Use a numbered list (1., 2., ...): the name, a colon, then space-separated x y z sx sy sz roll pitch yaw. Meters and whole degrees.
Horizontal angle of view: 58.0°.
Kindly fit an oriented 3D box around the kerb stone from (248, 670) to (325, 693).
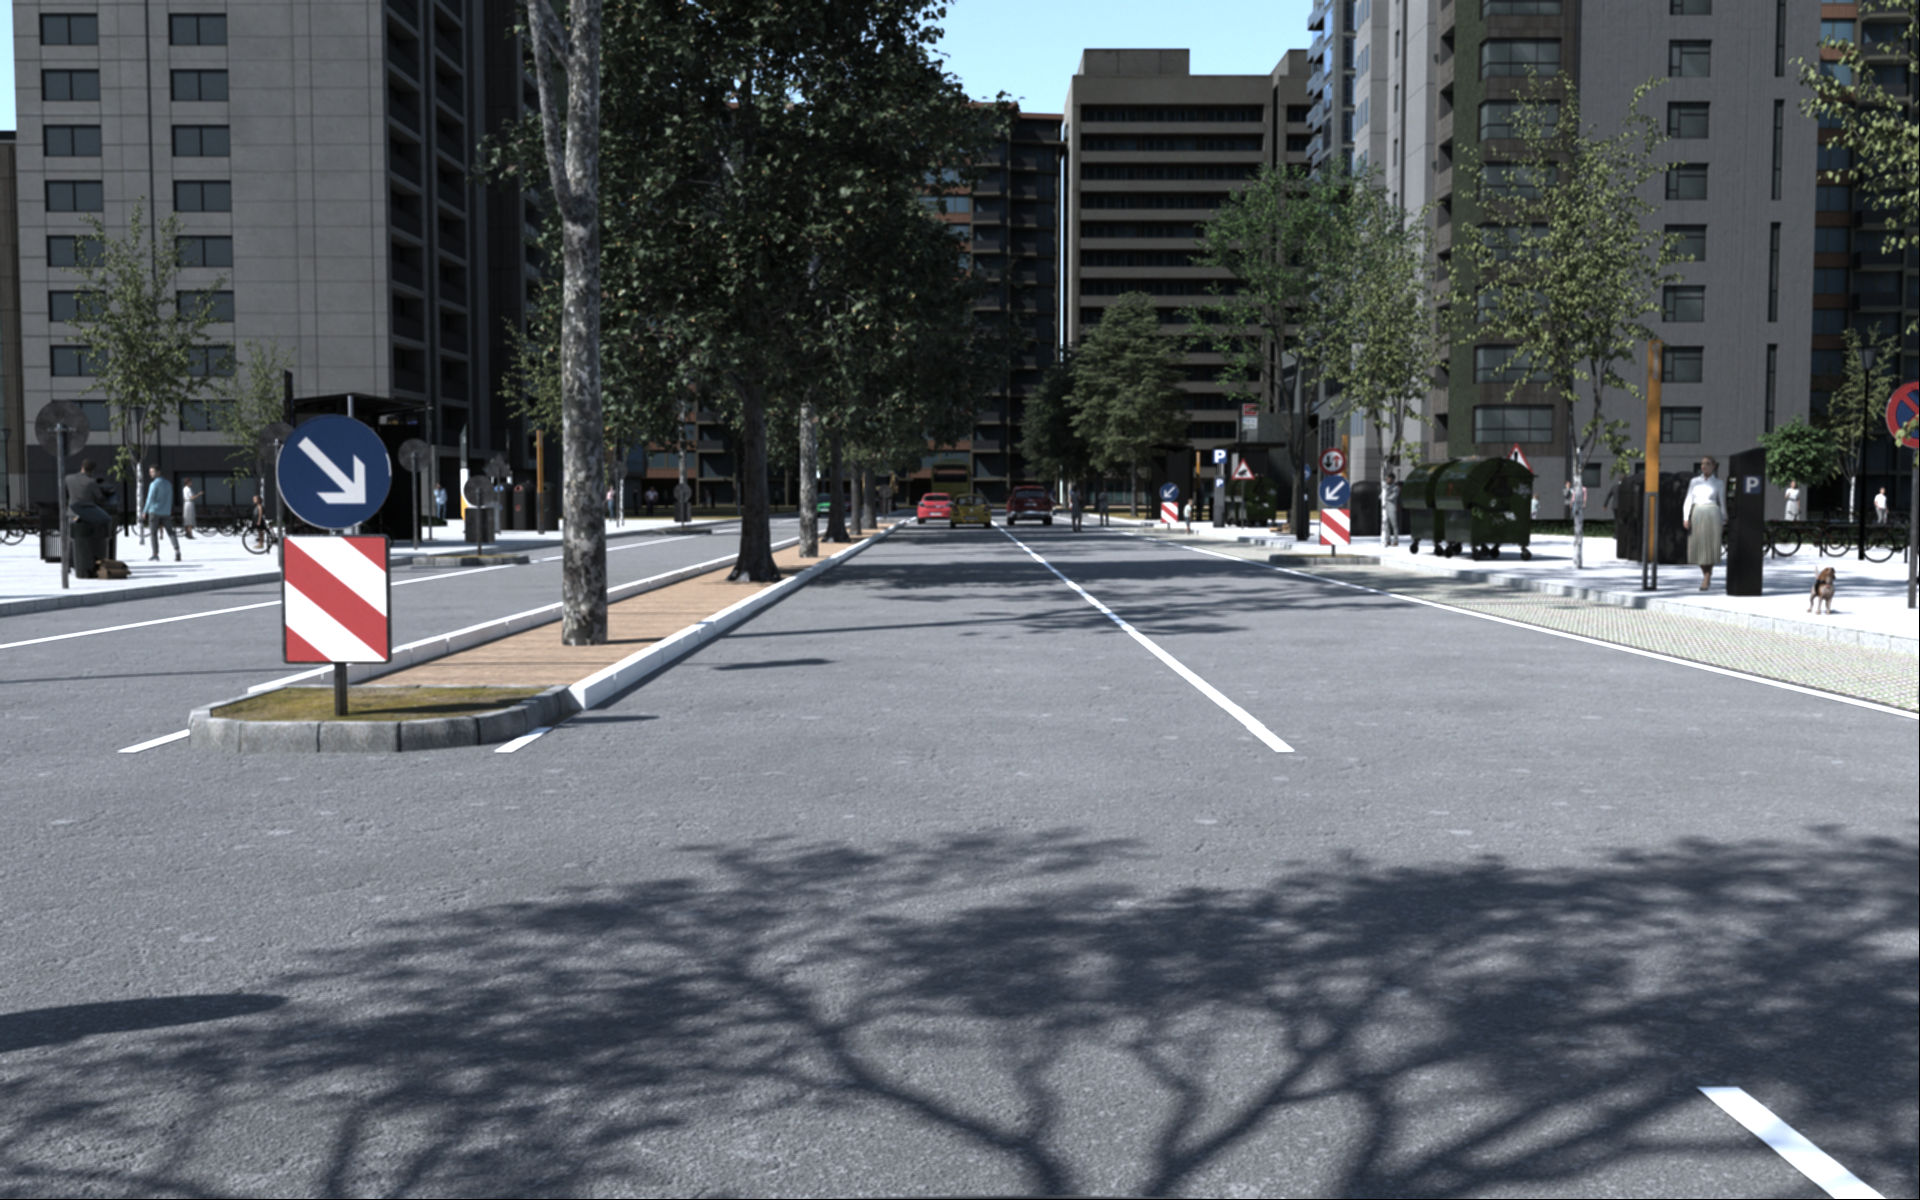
1. kerb stone: -4.637 0.628 11.924 0.120 0.150 1.000 0 3 0

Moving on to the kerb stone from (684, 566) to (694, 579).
1. kerb stone: -4.678 -0.435 29.335 0.120 0.150 1.000 0 3 0

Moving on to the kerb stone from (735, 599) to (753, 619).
1. kerb stone: -2.552 0.126 20.138 0.120 0.150 1.000 0 3 0

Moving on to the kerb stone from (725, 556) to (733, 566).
1. kerb stone: -4.685 -0.751 34.467 0.120 0.150 1.000 0 3 0

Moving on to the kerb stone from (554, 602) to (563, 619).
1. kerb stone: -4.655 0.127 20.122 0.120 0.150 1.000 0 3 0

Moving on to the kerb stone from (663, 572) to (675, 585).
1. kerb stone: -4.669 -0.311 27.288 0.120 0.150 1.000 0 3 0

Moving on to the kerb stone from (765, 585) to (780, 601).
1. kerb stone: -2.562 -0.062 23.217 0.120 0.150 1.000 0 3 0

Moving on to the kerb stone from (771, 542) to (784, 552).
1. kerb stone: -4.706 -1.377 44.711 0.120 0.150 1.000 0 3 0

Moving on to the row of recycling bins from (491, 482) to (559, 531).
1. row of recycling bins: -15.655 -3.283 60.789 3.534 1.692 1.069 1 4 19

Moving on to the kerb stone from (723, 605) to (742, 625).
1. kerb stone: -2.554 0.188 19.116 0.120 0.150 1.000 0 3 0

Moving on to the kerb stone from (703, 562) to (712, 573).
1. kerb stone: -4.680 -0.562 31.388 0.120 0.150 1.000 0 3 0

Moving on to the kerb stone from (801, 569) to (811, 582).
1. kerb stone: -2.575 -0.375 28.329 0.120 0.150 1.000 0 3 0

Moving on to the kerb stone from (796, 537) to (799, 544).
1. kerb stone: -4.714 -1.627 48.814 0.120 0.150 1.000 0 3 0

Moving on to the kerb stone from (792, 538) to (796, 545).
1. kerb stone: -4.713 -1.562 47.792 0.120 0.150 1.000 0 3 0

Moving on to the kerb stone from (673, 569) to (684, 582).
1. kerb stone: -4.685 -0.374 28.312 0.120 0.150 1.000 0 3 0

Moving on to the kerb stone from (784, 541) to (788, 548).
1. kerb stone: -4.710 -1.440 45.733 0.120 0.150 1.000 0 3 0

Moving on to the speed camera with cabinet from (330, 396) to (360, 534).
1. speed camera with cabinet: -12.643 -2.518 35.502 0.660 3.252 2.038 -1 4 -18

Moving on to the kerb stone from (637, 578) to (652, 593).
1. kerb stone: -4.676 -0.186 25.238 0.120 0.150 1.000 0 3 0

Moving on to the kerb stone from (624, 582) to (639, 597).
1. kerb stone: -4.676 -0.124 24.216 0.120 0.150 1.000 0 3 0

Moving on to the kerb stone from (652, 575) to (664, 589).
1. kerb stone: -4.669 -0.249 26.266 0.120 0.150 1.000 0 3 0

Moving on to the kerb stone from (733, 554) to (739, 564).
1. kerb stone: -4.688 -0.813 35.490 0.120 0.150 1.000 0 3 0

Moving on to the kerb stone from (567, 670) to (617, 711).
1. kerb stone: -2.539 0.628 11.933 0.120 0.150 1.000 0 3 0

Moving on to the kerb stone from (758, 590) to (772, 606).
1. kerb stone: -2.557 0.004 22.189 0.120 0.150 1.000 0 3 0

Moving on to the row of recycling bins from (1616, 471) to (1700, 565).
1. row of recycling bins: 13.292 -1.577 32.891 1.069 1.692 3.534 0 4 6

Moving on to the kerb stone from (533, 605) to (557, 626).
1. kerb stone: -4.652 0.192 19.092 0.120 0.150 1.000 0 3 0

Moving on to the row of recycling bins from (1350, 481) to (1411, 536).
1. row of recycling bins: 13.103 -2.857 53.828 1.069 1.692 3.534 3 4 38

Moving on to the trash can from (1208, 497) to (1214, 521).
1. trash can: 12.232 -4.362 82.970 0.748 1.137 0.748 0 3 0

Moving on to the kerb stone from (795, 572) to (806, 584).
1. kerb stone: -2.574 -0.309 27.307 0.120 0.150 1.000 0 3 0

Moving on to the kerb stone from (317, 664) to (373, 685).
1. kerb stone: -4.643 0.565 12.954 0.120 0.150 1.000 0 3 0

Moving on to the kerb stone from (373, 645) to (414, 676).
1. kerb stone: -4.647 0.504 13.976 0.120 0.150 1.000 0 3 0

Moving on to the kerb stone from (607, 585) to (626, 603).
1. kerb stone: -4.667 -0.061 23.194 0.120 0.150 1.000 0 3 0

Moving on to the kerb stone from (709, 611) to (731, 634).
1. kerb stone: -2.547 0.251 18.091 0.120 0.150 1.000 0 3 0

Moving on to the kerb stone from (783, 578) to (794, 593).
1. kerb stone: -2.568 -0.188 25.262 0.120 0.150 1.000 0 3 0

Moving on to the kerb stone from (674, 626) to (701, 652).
1. kerb stone: -2.553 0.378 16.040 0.120 0.150 1.000 0 3 0

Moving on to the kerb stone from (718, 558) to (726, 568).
1. kerb stone: -4.686 -0.688 33.442 0.120 0.150 1.000 0 3 0

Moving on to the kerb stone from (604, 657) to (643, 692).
1. kerb stone: -2.541 0.565 12.963 0.120 0.150 1.000 0 3 0

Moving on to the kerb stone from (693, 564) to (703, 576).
1. kerb stone: -4.689 -0.499 30.357 0.120 0.150 1.000 0 3 0

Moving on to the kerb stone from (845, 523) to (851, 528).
1. kerb stone: -4.767 -3.189 74.424 0.120 0.150 1.000 0 3 0

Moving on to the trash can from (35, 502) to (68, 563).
1. trash can: -16.926 -1.275 32.493 0.748 1.137 0.748 0 3 0

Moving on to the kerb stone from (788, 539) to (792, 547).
1. kerb stone: -4.710 -1.502 46.760 0.120 0.150 1.000 0 3 0

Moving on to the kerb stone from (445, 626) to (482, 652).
1. kerb stone: -4.642 0.378 16.021 0.120 0.150 1.000 0 3 0

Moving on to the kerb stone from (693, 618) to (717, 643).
1. kerb stone: -2.549 0.314 17.066 0.120 0.150 1.000 0 3 0

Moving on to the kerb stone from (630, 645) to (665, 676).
1. kerb stone: -2.548 0.502 13.986 0.120 0.150 1.000 0 3 0

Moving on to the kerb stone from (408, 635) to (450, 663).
1. kerb stone: -4.650 0.440 14.998 0.120 0.150 1.000 0 3 0

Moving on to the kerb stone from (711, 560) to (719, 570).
1. kerb stone: -4.689 -0.620 32.419 0.120 0.150 1.000 0 3 0

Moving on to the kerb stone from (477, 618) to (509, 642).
1. kerb stone: -4.652 0.315 17.043 0.120 0.150 1.000 0 3 0

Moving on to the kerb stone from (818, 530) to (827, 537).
1. kerb stone: -4.745 -2.317 60.086 0.120 0.150 1.000 0 3 0

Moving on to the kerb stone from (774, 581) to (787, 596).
1. kerb stone: -2.571 -0.125 24.239 0.120 0.150 1.000 0 3 0

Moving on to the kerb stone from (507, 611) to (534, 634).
1. kerb stone: -4.651 0.252 18.069 0.120 0.150 1.000 0 3 0

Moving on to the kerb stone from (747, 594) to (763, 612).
1. kerb stone: -2.560 0.063 21.167 0.120 0.150 1.000 0 3 0

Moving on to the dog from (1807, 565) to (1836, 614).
1. dog: 9.281 -0.109 18.617 0.406 0.507 0.540 -2 4 -24

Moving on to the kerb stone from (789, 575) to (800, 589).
1. kerb stone: -2.569 -0.250 26.284 0.120 0.150 1.000 0 3 0

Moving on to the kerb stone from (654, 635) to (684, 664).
1. kerb stone: -2.550 0.440 15.008 0.120 0.150 1.000 0 3 0
